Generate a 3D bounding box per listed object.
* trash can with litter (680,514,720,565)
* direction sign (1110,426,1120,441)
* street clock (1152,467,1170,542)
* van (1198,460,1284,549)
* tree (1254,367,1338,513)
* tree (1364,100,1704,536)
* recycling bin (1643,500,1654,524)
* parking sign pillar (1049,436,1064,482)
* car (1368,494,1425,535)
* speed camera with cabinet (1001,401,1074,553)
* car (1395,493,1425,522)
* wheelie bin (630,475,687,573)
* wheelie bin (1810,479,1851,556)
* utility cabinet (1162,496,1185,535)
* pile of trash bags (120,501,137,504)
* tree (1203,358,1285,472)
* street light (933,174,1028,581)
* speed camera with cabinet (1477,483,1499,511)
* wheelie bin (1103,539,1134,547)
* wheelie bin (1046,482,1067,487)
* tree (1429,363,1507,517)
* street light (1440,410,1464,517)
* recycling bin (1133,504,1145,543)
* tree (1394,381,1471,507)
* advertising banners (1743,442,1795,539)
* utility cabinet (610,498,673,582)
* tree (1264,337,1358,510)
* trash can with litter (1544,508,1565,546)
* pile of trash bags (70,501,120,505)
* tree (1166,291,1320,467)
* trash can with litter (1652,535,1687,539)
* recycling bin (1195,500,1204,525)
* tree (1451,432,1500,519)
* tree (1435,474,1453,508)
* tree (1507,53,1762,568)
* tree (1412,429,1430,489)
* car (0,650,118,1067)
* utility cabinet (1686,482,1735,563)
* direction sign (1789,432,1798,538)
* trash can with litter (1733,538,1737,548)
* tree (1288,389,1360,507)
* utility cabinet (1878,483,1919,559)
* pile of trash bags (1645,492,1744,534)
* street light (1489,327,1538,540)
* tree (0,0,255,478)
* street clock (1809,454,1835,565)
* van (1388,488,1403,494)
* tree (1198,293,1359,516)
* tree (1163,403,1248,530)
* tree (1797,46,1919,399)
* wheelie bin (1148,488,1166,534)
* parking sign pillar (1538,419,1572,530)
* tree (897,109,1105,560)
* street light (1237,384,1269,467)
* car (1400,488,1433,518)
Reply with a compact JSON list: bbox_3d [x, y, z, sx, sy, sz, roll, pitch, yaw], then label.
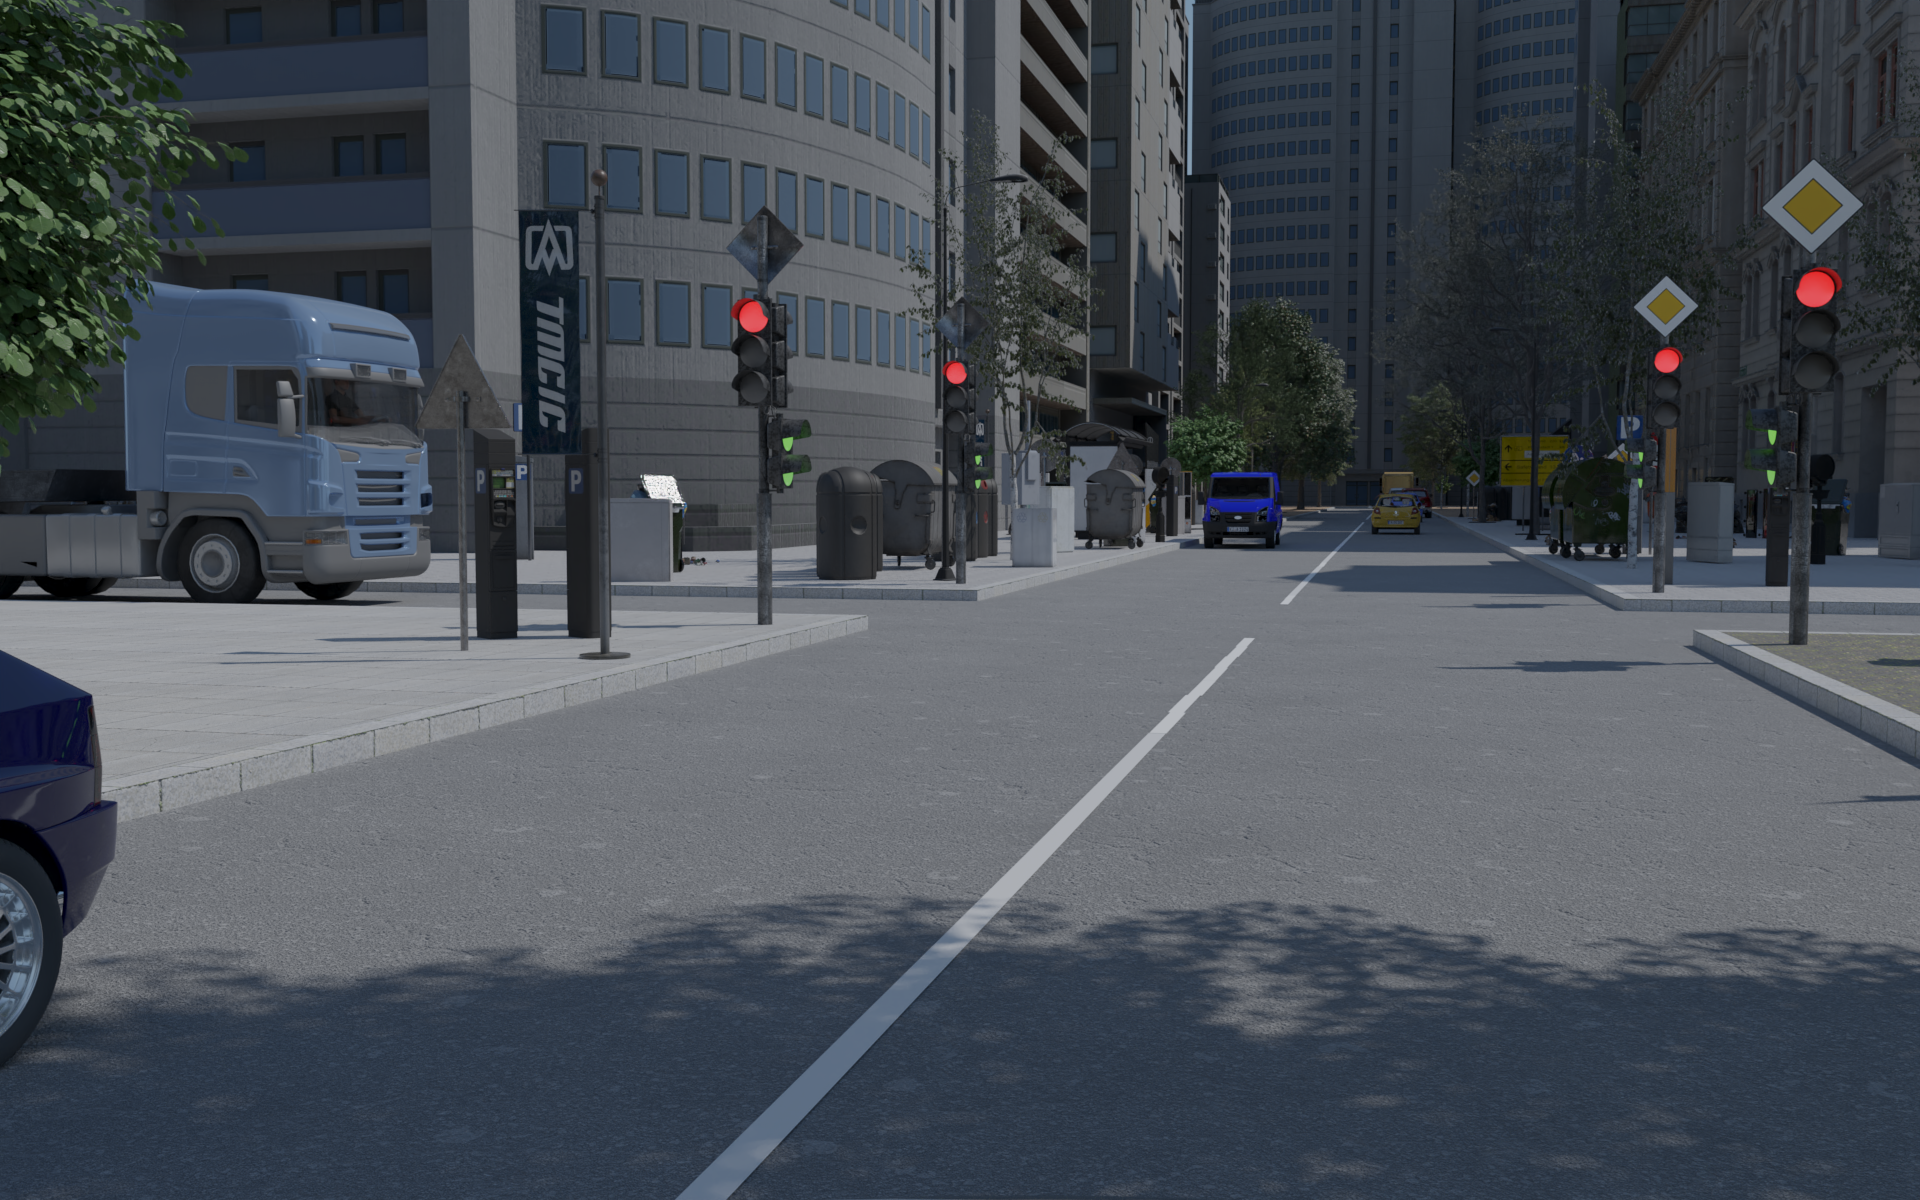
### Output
[{"bbox_3d":[-5.237,-1.278,31.947,1.678,1.210,2.233,-1,4,-20],"label":"trash can with litter"},{"bbox_3d":[5.165,-4.020,57.726,0.379,3.537,0.876,-1,4,-16],"label":"direction sign"},{"bbox_3d":[5.324,-2.535,46.022,0.471,2.002,0.358,-3,5,-41],"label":"street clock"},{"bbox_3d":[7.766,-2.629,47.376,2.240,2.365,5.245,1,4,13],"label":"van"},{"bbox_3d":[21.886,-11.792,118.557,9.928,11.665,9.643,0,3,0],"label":"tree"},{"bbox_3d":[17.954,-8.781,53.939,12.009,13.543,11.850,0,3,0],"label":"tree"},{"bbox_3d":[30.329,-3.856,75.601,0.722,1.027,0.722,-1,4,-22],"label":"recycling bin"},{"bbox_3d":[4.137,-5.564,79.443,1.447,3.967,1.447,3,5,43],"label":"parking sign pillar"},{"bbox_3d":[15.788,-3.208,62.668,2.015,1.641,3.980,1,4,14],"label":"car"},{"bbox_3d":[1.695,-2.635,37.413,0.660,3.252,2.038,3,4,37],"label":"speed camera with cabinet"},{"bbox_3d":[22.836,-4.844,88.783,1.945,1.707,3.694,1,4,14],"label":"car"},{"bbox_3d":[-4.960,-1.245,28.270,0.980,1.594,0.693,-3,5,-42],"label":"wheelie bin"},{"bbox_3d":[18.228,-1.739,36.346,0.980,1.594,0.693,3,5,45],"label":"wheelie bin"},{"bbox_3d":[6.727,-2.673,54.865,0.306,1.237,1.020,3,5,40],"label":"utility cabinet"},{"bbox_3d":[-40.835,-4.811,88.404,3.447,1.369,1.912,2,4,29],"label":"pile of trash bags"},{"bbox_3d":[14.862,-8.538,89.957,4.737,8.622,4.395,0,3,0],"label":"tree"},{"bbox_3d":[0.307,-3.233,25.397,1.470,5.913,1.316,1,4,14],"label":"street light"},{"bbox_3d":[29.033,-6.095,93.996,2.038,3.252,0.660,-2,4,-29],"label":"speed camera with cabinet"},{"bbox_3d":[3.822,-2.110,42.412,0.980,1.594,0.693,-2,4,-25],"label":"wheelie bin"},{"bbox_3d":[2.528,-2.312,45.710,0.980,1.594,0.693,0,4,-7],"label":"wheelie bin"},{"bbox_3d":[29.133,-9.047,98.288,4.360,8.622,3.978,0,3,0],"label":"tree"},{"bbox_3d":[27.095,-7.514,95.391,1.470,5.913,1.316,1,4,14],"label":"street light"},{"bbox_3d":[4.401,-2.007,45.371,0.722,1.027,0.722,2,4,28],"label":"recycling bin"},{"bbox_3d":[46.566,-15.406,170.016,7.486,12.596,7.792,0,3,0],"label":"tree"},{"bbox_3d":[23.255,-3.277,49.768,0.090,3.025,2.074,-1,4,-12],"label":"advertising banners"},{"bbox_3d":[-4.744,-0.872,25.418,1.020,1.237,0.306,0,4,-1],"label":"utility cabinet"},{"bbox_3d":[28.018,-14.399,142.073,9.857,13.997,8.962,0,3,0],"label":"tree"},{"bbox_3d":[14.801,-1.937,43.057,0.624,1.170,1.055,0,4,-1],"label":"trash can with litter"},{"bbox_3d":[-40.953,-4.301,80.079,3.447,1.369,1.912,2,4,29],"label":"pile of trash bags"},{"bbox_3d":[12.954,-8.869,79.422,7.601,10.594,8.767,1,4,9],"label":"tree"},{"bbox_3d":[20.957,-2.357,49.594,2.233,1.210,1.678,1,4,20],"label":"trash can with litter"},{"bbox_3d":[9.909,-3.702,73.081,0.722,1.027,0.722,1,4,9],"label":"recycling bin"},{"bbox_3d":[26.907,-6.448,89.131,4.285,4.588,4.351,0,3,0],"label":"tree"},{"bbox_3d":[44.540,-10.124,160.126,1.663,3.219,1.824,0,3,0],"label":"tree"},{"bbox_3d":[11.669,-4.864,29.892,4.360,8.622,3.978,0,3,0],"label":"tree"},{"bbox_3d":[39.781,-11.799,143.280,4.360,8.622,3.978,0,3,0],"label":"tree"},{"bbox_3d":[-3.562,0.576,3.164,1.945,1.354,3.894,1,4,16],"label":"car"},{"bbox_3d":[14.040,-1.451,32.397,0.318,1.500,1.173,0,4,-4],"label":"utility cabinet"},{"bbox_3d":[24.255,-3.556,50.141,0.379,3.537,0.876,1,4,15],"label":"direction sign"},{"bbox_3d":[18.296,-1.843,41.521,0.624,1.170,1.055,0,4,-4],"label":"trash can with litter"},{"bbox_3d":[34.552,-15.211,166.829,7.486,12.596,7.792,0,3,0],"label":"tree"},{"bbox_3d":[18.654,-1.568,34.313,0.318,1.500,1.173,0,4,0],"label":"utility cabinet"},{"bbox_3d":[24.225,-2.914,57.391,1.912,1.369,3.447,-2,4,-31],"label":"pile of trash bags"},{"bbox_3d":[15.416,-4.632,48.268,1.470,5.913,1.316,1,4,14],"label":"street light"},{"bbox_3d":[-5.366,-1.525,8.653,4.285,4.588,4.351,0,3,0],"label":"tree"},{"bbox_3d":[15.649,-1.650,31.547,0.471,2.002,0.358,-1,4,-19],"label":"street clock"},{"bbox_3d":[29.949,-6.801,118.214,2.013,2.044,4.112,1,4,13],"label":"van"},{"bbox_3d":[17.998,-11.147,99.262,9.611,12.733,9.660,0,3,0],"label":"tree"},{"bbox_3d":[8.980,-4.844,62.910,4.285,4.588,4.351,0,3,0],"label":"tree"},{"bbox_3d":[15.726,-4.712,27.400,4.360,8.622,3.978,0,3,0],"label":"tree"},{"bbox_3d":[6.537,-2.967,56.410,0.693,1.594,0.980,1,4,22],"label":"wheelie bin"},{"bbox_3d":[21.167,-4.493,61.938,1.447,3.967,1.447,-1,4,-18],"label":"parking sign pillar"},{"bbox_3d":[0.973,-5.065,33.169,4.360,8.622,3.978,0,3,0],"label":"tree"},{"bbox_3d":[12.278,-6.150,73.097,1.470,5.913,1.316,1,4,14],"label":"street light"},{"bbox_3d":[27.401,-5.866,104.587,2.281,1.827,5.304,1,4,13],"label":"car"}]
